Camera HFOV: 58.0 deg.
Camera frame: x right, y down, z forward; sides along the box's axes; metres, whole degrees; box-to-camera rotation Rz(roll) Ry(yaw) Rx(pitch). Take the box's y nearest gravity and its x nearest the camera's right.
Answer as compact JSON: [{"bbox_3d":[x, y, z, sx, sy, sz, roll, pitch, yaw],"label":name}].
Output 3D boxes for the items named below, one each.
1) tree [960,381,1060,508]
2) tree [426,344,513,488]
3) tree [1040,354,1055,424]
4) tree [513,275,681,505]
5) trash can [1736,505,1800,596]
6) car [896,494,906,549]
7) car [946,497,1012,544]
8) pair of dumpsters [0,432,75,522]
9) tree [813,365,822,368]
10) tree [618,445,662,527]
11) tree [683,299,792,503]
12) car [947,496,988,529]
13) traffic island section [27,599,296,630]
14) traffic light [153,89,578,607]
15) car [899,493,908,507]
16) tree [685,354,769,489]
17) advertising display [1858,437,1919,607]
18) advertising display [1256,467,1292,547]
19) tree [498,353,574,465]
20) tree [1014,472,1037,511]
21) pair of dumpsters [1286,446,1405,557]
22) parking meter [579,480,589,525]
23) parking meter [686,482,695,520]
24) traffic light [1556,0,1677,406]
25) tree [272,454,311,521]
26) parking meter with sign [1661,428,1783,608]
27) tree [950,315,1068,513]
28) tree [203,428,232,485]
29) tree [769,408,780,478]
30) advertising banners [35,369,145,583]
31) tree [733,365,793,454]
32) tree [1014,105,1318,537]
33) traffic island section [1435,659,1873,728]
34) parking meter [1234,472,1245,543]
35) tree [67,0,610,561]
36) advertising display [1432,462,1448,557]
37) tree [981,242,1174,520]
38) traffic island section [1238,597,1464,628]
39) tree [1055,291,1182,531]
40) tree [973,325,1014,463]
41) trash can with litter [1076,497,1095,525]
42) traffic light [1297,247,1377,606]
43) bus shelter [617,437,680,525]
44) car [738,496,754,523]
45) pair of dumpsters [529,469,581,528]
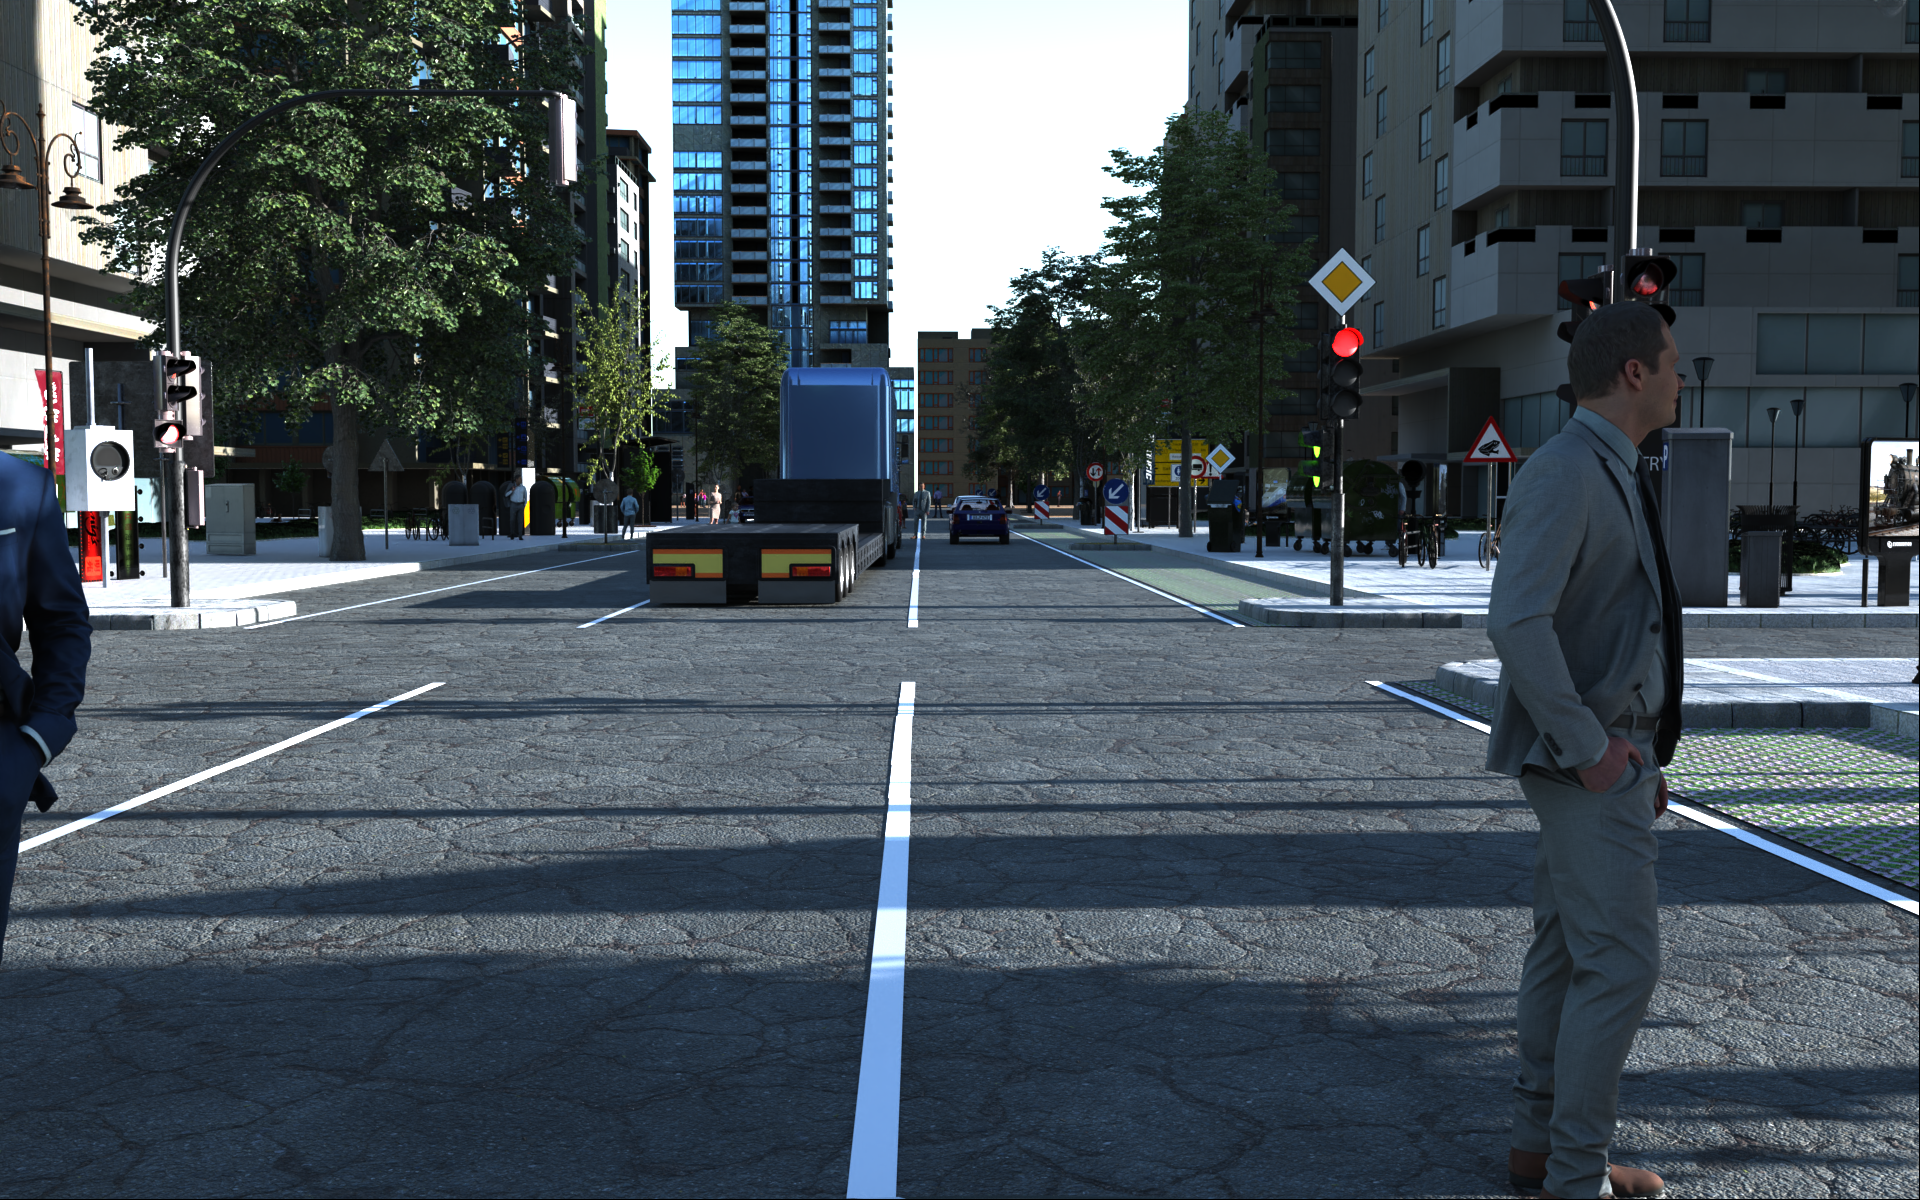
[{"bbox_3d":[4.686,-14.770,158.505,9.611,12.733,9.660,0,3,0],"label":"tree"},{"bbox_3d":[-19.946,-7.296,69.652,4.737,8.622,4.395,0,3,0],"label":"tree"},{"bbox_3d":[5.745,-7.832,78.415,4.360,8.622,3.978,0,3,0],"label":"tree"},{"bbox_3d":[-11.839,-6.653,59.146,4.737,8.622,4.395,0,3,0],"label":"tree"},{"bbox_3d":[10.214,-0.628,21.929,0.748,1.137,0.748,0,3,0],"label":"trash can"},{"bbox_3d":[-2.599,-2.343,46.984,2.281,1.827,5.304,0,4,-2],"label":"car"},{"bbox_3d":[0.567,-2.332,50.714,1.945,1.354,3.894,0,4,0],"label":"car"},{"bbox_3d":[-14.995,-1.429,25.863,1.574,2.255,4.437,0,4,-1],"label":"pair of dumpsters"},{"bbox_3d":[-14.176,-15.559,164.763,12.009,13.543,11.850,0,3,0],"label":"tree"},{"bbox_3d":[-12.479,-4.448,67.329,1.663,3.219,1.824,0,3,0],"label":"tree"},{"bbox_3d":[-12.805,-11.198,101.219,7.486,12.596,7.792,0,3,0],"label":"tree"},{"bbox_3d":[0.497,-3.596,71.149,2.083,1.381,4.827,0,4,1],"label":"car"},{"bbox_3d":[-8.876,0.159,19.681,2.009,0.180,2.903,0,4,-1],"label":"traffic island section"},{"bbox_3d":[-6.746,-2.750,19.628,4.771,5.953,1.251,0,4,-1],"label":"traffic light"},{"bbox_3d":[-4.692,-6.990,123.876,1.945,1.707,3.694,0,4,0],"label":"car"},{"bbox_3d":[-12.704,-8.620,91.300,4.360,8.622,3.978,0,3,0],"label":"tree"},{"bbox_3d":[10.675,-0.889,19.754,0.974,1.923,0.123,-1,4,-18],"label":"advertising display"},{"bbox_3d":[7.655,-2.269,42.318,0.123,1.923,0.974,-3,5,-43],"label":"advertising display"},{"bbox_3d":[-22.724,-8.609,91.117,4.360,8.622,3.978,0,3,0],"label":"tree"},{"bbox_3d":[5.103,-8.265,129.729,1.663,3.219,1.824,0,3,0],"label":"tree"},{"bbox_3d":[8.215,-2.115,37.081,1.574,2.255,4.437,0,4,-1],"label":"pair of dumpsters"},{"bbox_3d":[-15.796,-4.100,72.740,0.399,1.863,0.255,3,4,38],"label":"parking meter"},{"bbox_3d":[-13.555,-4.974,87.043,0.399,1.863,0.255,-3,5,-42],"label":"parking meter"},{"bbox_3d":[2.408,-2.264,11.681,4.771,5.953,1.251,0,4,-1],"label":"traffic light"},{"bbox_3d":[-32.352,-5.465,83.954,1.663,3.219,1.824,0,3,0],"label":"tree"},{"bbox_3d":[8.418,-1.437,19.762,1.738,3.016,0.543,1,4,12],"label":"parking meter with sign"},{"bbox_3d":[4.508,-12.525,115.159,12.009,13.543,11.850,0,3,0],"label":"tree"},{"bbox_3d":[-32.803,-5.518,73.928,4.285,4.588,4.351,0,3,0],"label":"tree"},{"bbox_3d":[-12.969,-10.243,117.831,4.360,8.622,3.978,0,3,0],"label":"tree"},{"bbox_3d":[-12.668,-1.777,25.242,0.090,3.025,2.074,1,4,13],"label":"advertising banners"},{"bbox_3d":[-14.127,-13.037,138.909,9.928,11.665,9.643,0,3,0],"label":"tree"},{"bbox_3d":[7.054,-8.123,50.940,7.486,12.596,7.792,0,3,0],"label":"tree"},{"bbox_3d":[4.538,0.630,11.983,2.009,0.180,2.903,0,4,-1],"label":"traffic island section"},{"bbox_3d":[7.266,-2.407,45.064,0.255,1.863,0.399,1,4,19],"label":"parking meter"},{"bbox_3d":[-11.724,-7.732,33.070,9.857,13.997,8.962,0,3,0],"label":"tree"},{"bbox_3d":[9.878,-1.861,35.636,0.123,1.923,0.974,2,4,26],"label":"advertising display"},{"bbox_3d":[5.887,-11.018,86.806,9.857,13.997,8.962,0,3,0],"label":"tree"},{"bbox_3d":[4.362,0.142,19.966,2.009,0.180,2.903,0,4,-1],"label":"traffic island section"},{"bbox_3d":[5.788,-6.734,60.456,4.360,8.622,3.978,0,3,0],"label":"tree"},{"bbox_3d":[4.630,-11.177,100.877,7.486,12.596,7.792,0,3,0],"label":"tree"},{"bbox_3d":[5.227,-3.658,71.201,0.624,1.170,1.055,2,4,25],"label":"trash can with litter"},{"bbox_3d":[4.322,-1.892,19.851,0.839,4.253,0.868,0,4,-1],"label":"traffic light"},{"bbox_3d":[-13.237,-5.048,73.820,1.731,3.624,6.357,0,4,-1],"label":"bus shelter"},{"bbox_3d":[-10.259,-4.496,86.082,1.945,1.354,3.894,0,4,0],"label":"car"},{"bbox_3d":[-15.824,-3.934,66.815,1.574,2.255,4.437,0,4,-1],"label":"pair of dumpsters"}]
